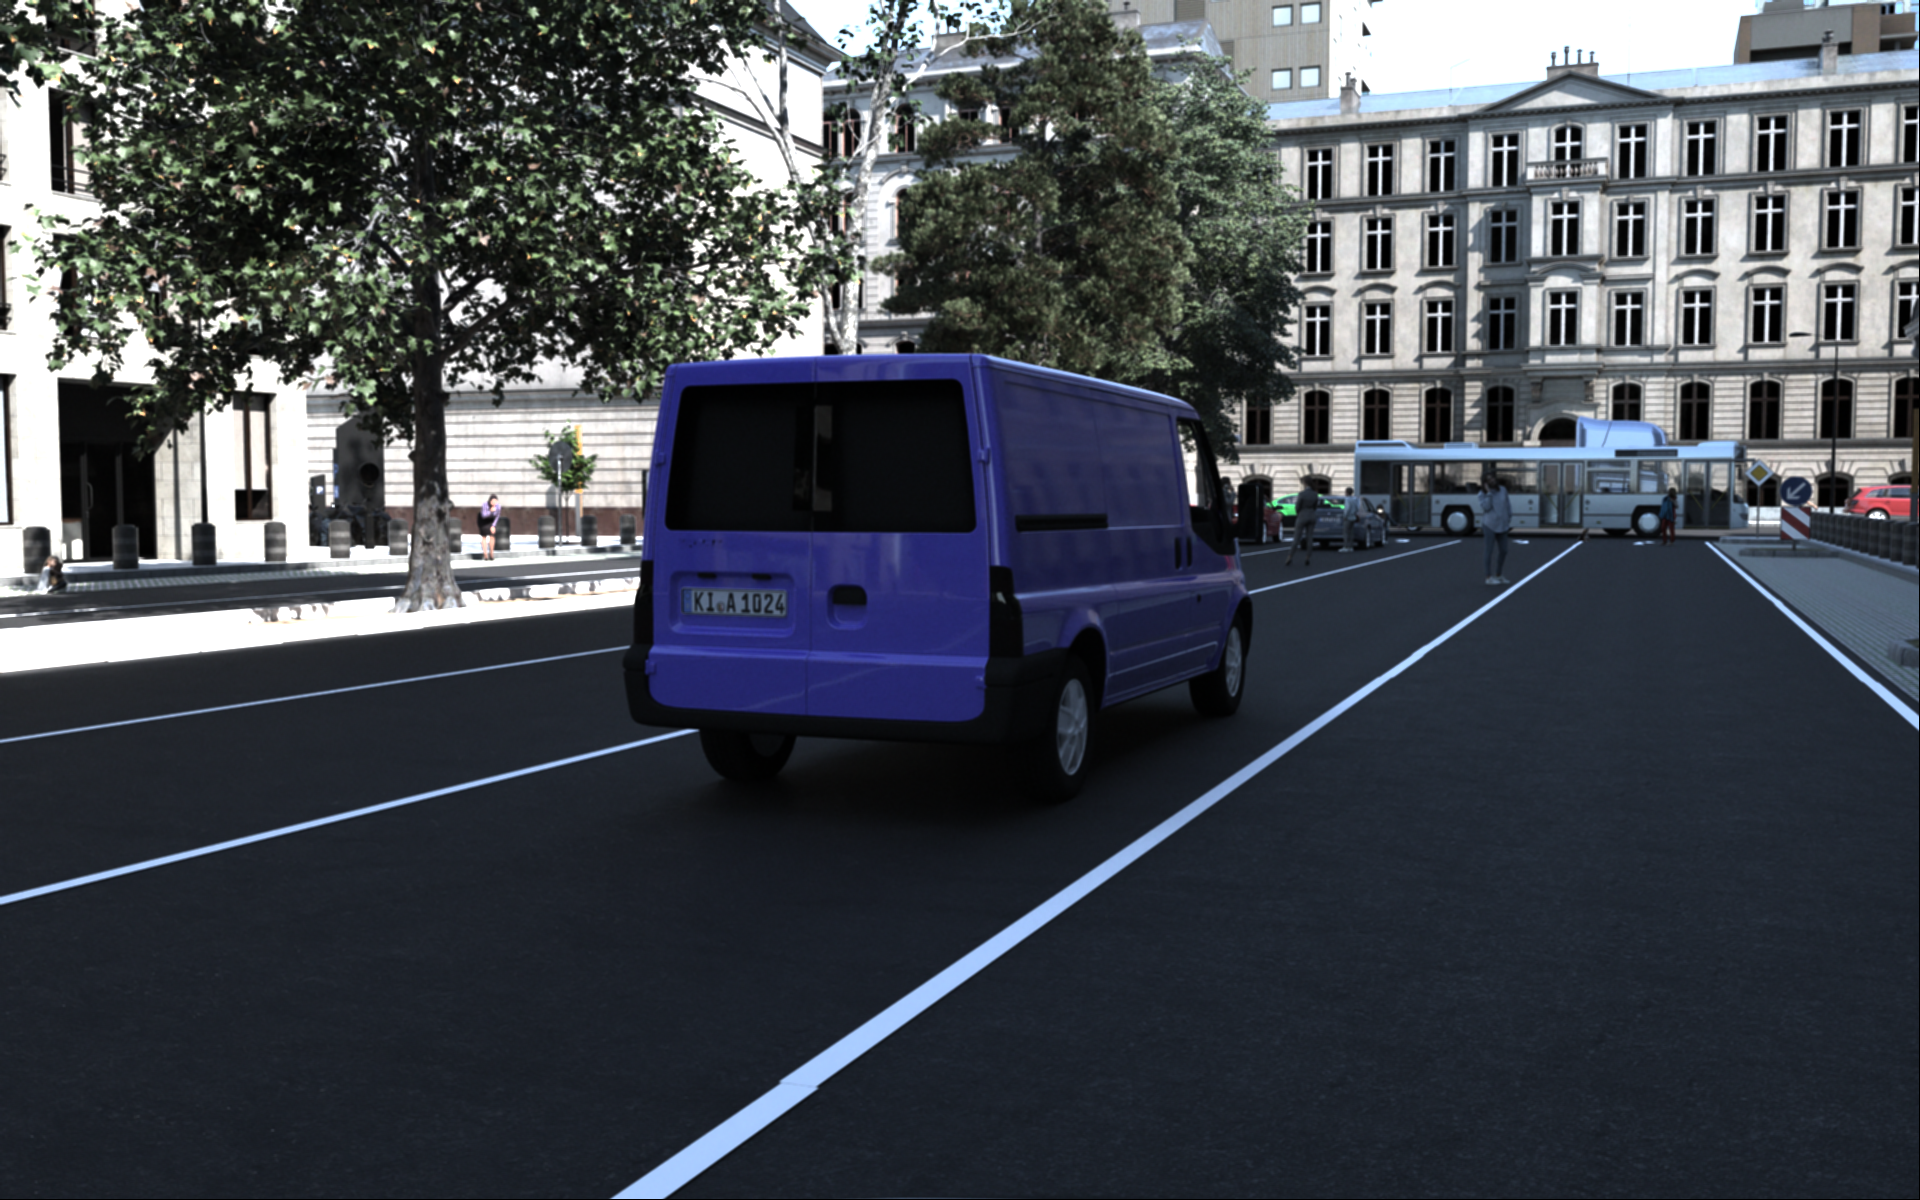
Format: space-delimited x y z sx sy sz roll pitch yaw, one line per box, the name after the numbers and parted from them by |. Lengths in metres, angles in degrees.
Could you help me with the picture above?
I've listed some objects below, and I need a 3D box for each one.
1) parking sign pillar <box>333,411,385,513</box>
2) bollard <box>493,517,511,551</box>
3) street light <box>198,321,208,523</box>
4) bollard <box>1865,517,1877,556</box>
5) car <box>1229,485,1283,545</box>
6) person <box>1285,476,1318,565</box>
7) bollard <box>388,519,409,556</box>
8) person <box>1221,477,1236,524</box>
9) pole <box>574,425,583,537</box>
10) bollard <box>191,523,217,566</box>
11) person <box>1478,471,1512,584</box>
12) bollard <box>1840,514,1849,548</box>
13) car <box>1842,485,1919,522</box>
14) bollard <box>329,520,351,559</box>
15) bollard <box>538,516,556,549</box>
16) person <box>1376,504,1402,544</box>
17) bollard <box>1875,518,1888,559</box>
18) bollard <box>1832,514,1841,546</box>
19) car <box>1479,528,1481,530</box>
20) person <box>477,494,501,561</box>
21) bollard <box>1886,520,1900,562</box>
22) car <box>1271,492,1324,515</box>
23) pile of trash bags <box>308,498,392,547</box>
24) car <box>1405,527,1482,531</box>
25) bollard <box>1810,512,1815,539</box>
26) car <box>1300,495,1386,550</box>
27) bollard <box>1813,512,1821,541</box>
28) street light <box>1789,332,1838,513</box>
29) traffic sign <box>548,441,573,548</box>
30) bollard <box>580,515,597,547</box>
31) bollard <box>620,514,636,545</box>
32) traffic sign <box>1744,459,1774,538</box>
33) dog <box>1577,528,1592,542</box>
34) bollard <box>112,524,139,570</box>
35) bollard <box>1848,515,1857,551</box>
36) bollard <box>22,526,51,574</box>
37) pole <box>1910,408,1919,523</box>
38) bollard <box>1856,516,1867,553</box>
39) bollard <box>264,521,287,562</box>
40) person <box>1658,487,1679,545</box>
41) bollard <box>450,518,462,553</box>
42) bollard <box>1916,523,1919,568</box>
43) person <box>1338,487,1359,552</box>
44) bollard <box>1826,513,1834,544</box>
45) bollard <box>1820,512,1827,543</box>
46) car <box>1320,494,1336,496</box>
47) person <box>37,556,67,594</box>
-16.820 -3.669 48.454 1.447 3.967 1.447 -3 5 -40 | parking sign pillar
-10.371 -1.495 39.158 0.404 0.777 0.398 0 3 0 | bollard
-13.293 -3.594 31.302 1.470 5.913 1.316 1 4 22 | street light
19.181 -1.309 36.114 0.404 0.777 0.398 0 3 0 | bollard
8.257 -2.532 50.441 2.155 1.783 4.494 1 4 20 | car
6.895 -1.600 34.931 0.520 1.790 0.573 -3 4 -36 | person
-11.653 -1.298 35.939 0.404 0.777 0.398 0 3 0 | bollard
5.687 -1.725 36.880 0.473 1.802 0.592 2 4 26 | person
-11.300 -3.516 51.333 0.158 3.312 0.155 0 3 0 | pole
-13.578 -1.003 31.108 0.404 0.777 0.398 0 3 0 | bollard
8.501 -1.149 27.544 0.793 1.790 0.793 3 5 39 | person
21.111 -1.604 40.940 0.404 0.777 0.398 0 3 0 | bollard
39.409 -3.843 71.503 5.304 1.827 2.281 1 4 20 | car
-12.291 -1.199 34.329 0.404 0.777 0.398 0 3 0 | bollard
-9.729 -1.593 40.767 0.404 0.777 0.398 0 3 0 | bollard
12.297 -2.212 50.161 1.012 1.151 0.738 1 4 21 | person
18.542 -1.210 34.500 0.404 0.777 0.398 0 3 0 | bollard
21.751 -1.702 42.551 0.404 0.777 0.398 0 3 0 | bollard
20.163 -3.814 71.162 4.718 1.807 1.959 1 4 23 | car
-9.985 -1.533 36.790 0.421 1.427 0.697 -2 4 -35 | person
17.900 -1.112 32.891 0.404 0.777 0.398 0 3 0 | bollard
15.065 -3.976 73.807 4.718 1.807 1.959 1 4 22 | car
-14.535 -2.035 43.026 3.447 1.369 1.912 -3 4 -39 | pile of trash bags
19.116 -3.361 66.961 4.499 1.417 2.014 1 4 20 | car
24.332 -2.099 49.032 0.404 0.777 0.398 0 3 0 | bollard
10.181 -2.082 46.041 2.014 1.417 4.499 1 4 22 | car
23.682 -2.000 47.411 0.404 0.777 0.398 0 3 0 | bollard
24.490 -4.720 49.721 1.470 5.913 1.316 1 4 22 | street light
-9.588 -2.531 41.494 0.768 2.556 0.104 2 4 30 | traffic sign
-9.082 -1.693 42.395 0.404 0.777 0.398 0 3 0 | bollard
-8.441 -1.792 44.009 0.404 0.777 0.398 0 3 0 | bollard
23.178 -2.853 50.286 0.795 2.450 0.064 1 4 22 | traffic sign
18.916 -1.964 52.304 0.550 0.427 0.748 3 4 37 | dog
-14.214 -0.904 29.497 0.404 0.777 0.398 0 3 0 | bollard
20.469 -1.505 39.330 0.404 0.777 0.398 0 3 0 | bollard
-14.860 -0.805 27.883 0.404 0.777 0.398 0 3 0 | bollard
22.806 -2.905 41.347 0.158 3.312 0.155 0 3 0 | pole
19.825 -1.407 37.722 0.404 0.777 0.398 0 3 0 | bollard
-12.935 -1.101 32.720 0.404 0.777 0.398 0 3 0 | bollard
19.772 -2.333 48.355 0.444 1.614 0.593 1 4 9 | person
-11.011 -1.396 37.548 0.404 0.777 0.398 0 3 0 | bollard
17.260 -1.013 31.281 0.404 0.777 0.398 0 3 0 | bollard
9.726 -2.017 43.293 0.589 1.601 0.330 -3 5 -40 | person
22.392 -1.801 44.169 0.404 0.777 0.398 0 3 0 | bollard
23.037 -1.900 45.776 0.404 0.777 0.398 0 3 0 | bollard
15.968 -4.186 78.228 4.222 1.686 2.009 1 4 22 | car
-13.074 -0.365 24.938 0.381 0.543 0.357 3 5 44 | person
